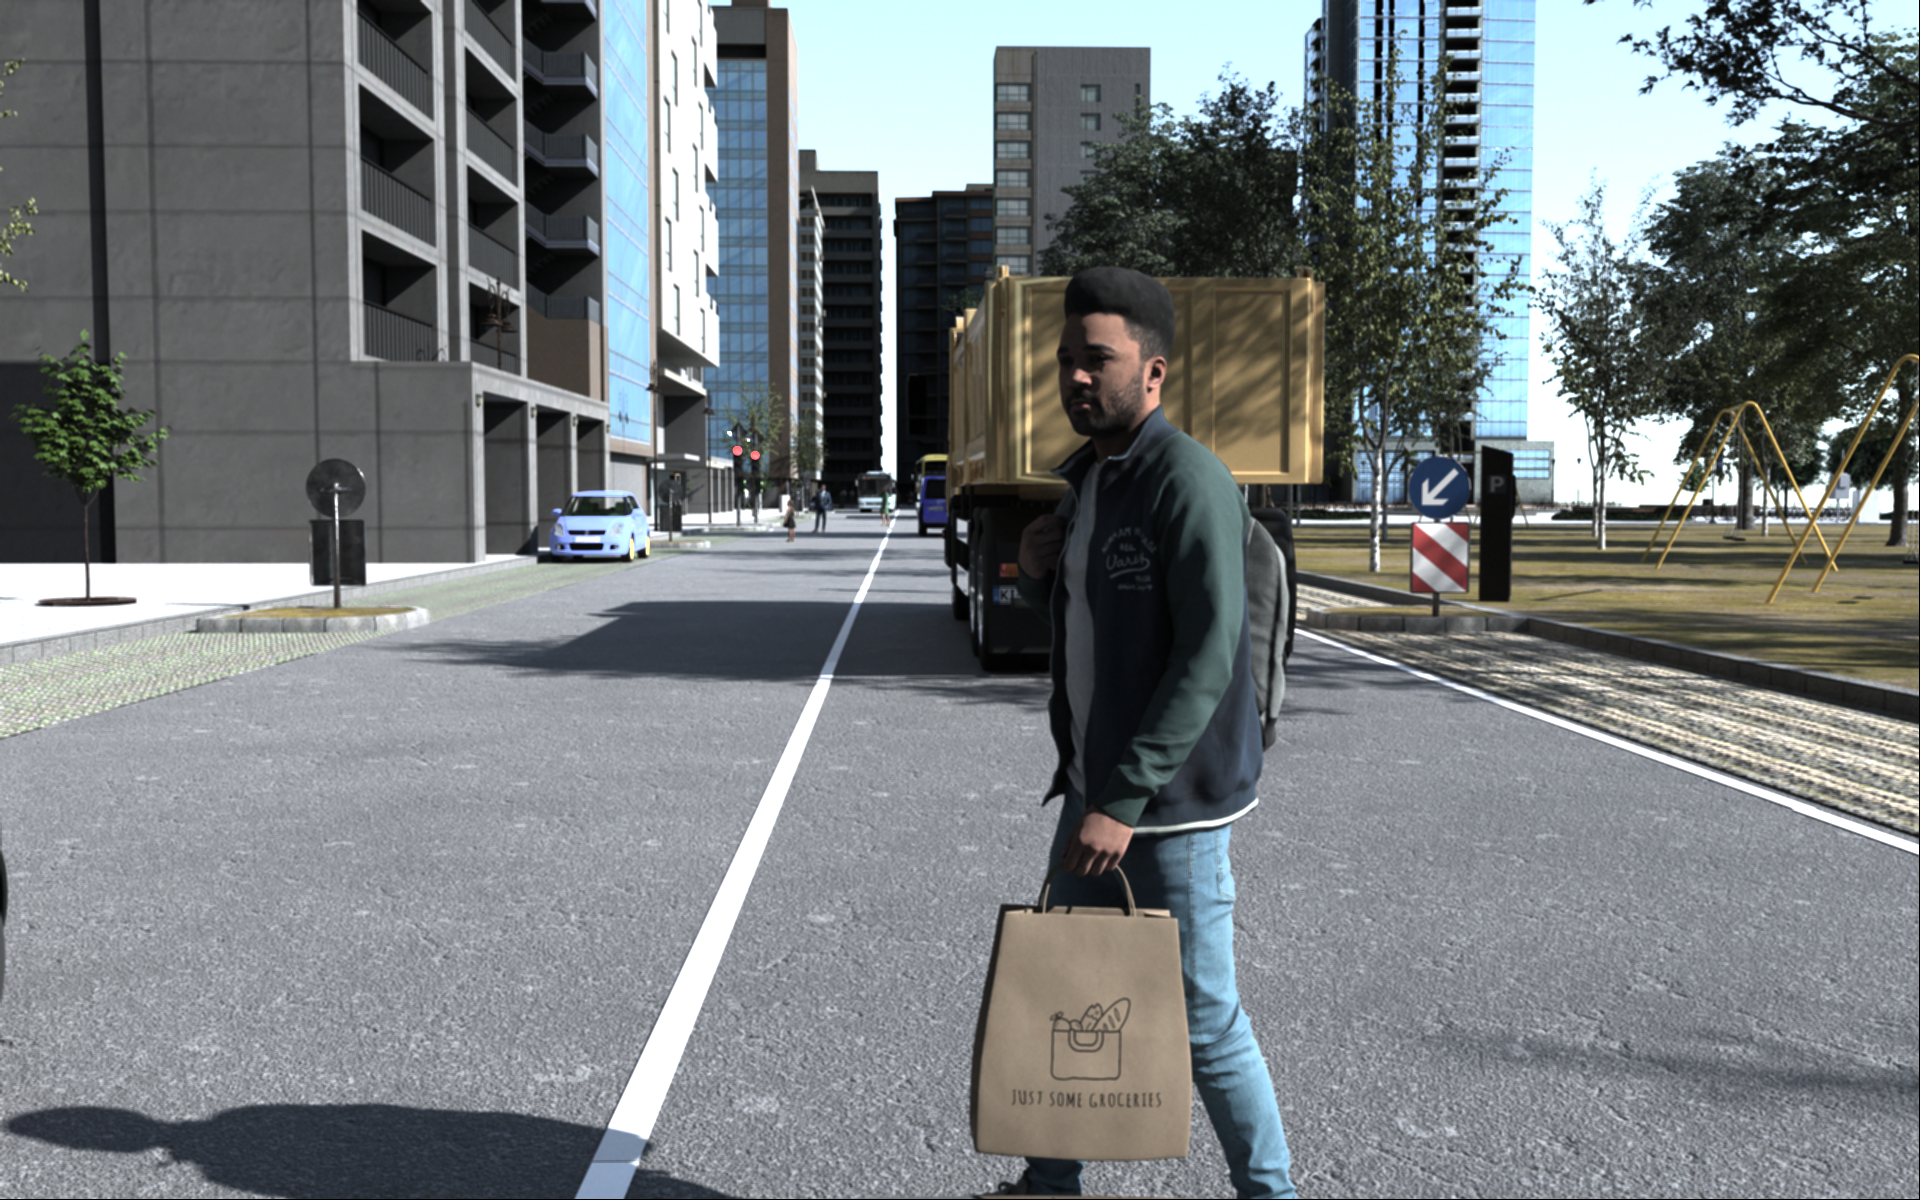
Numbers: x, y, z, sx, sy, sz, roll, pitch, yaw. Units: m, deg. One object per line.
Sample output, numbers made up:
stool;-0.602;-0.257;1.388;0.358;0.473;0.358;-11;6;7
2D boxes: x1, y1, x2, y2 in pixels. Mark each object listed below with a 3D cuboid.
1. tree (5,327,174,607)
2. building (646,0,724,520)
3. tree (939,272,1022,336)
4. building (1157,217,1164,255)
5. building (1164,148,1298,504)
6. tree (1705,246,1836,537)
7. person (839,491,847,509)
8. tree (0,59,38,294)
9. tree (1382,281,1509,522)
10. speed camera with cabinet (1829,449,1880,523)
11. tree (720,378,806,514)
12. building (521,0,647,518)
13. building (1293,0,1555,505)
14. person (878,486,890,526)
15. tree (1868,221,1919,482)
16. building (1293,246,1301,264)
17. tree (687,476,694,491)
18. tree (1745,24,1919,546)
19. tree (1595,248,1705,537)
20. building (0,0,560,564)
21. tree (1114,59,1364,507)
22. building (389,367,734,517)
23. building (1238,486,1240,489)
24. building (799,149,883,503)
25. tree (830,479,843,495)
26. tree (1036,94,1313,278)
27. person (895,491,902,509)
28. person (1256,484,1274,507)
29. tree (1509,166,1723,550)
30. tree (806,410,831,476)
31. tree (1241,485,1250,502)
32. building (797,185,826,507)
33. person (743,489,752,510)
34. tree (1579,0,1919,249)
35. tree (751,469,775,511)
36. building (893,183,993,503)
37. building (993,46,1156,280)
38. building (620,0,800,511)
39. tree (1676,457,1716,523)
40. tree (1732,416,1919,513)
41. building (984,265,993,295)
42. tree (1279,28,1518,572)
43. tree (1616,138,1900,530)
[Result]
tree;-10.070;-1.566;20.210;1.663;3.219;1.824;0;3;0
building;-27.065;-30.539;88.554;28.713;52.752;27.495;0;4;-2
tree;4.850;-17.713;145.502;12.611;20.169;13.585;0;3;0
building;25.611;-34.266;243.840;14.086;41.232;14.154;0;4;-2
building;34.013;-34.871;220.259;14.200;45.320;14.600;0;4;-2
tree;24.375;-6.240;52.392;4.737;8.622;4.395;0;3;0
person;-11.150;-9.482;164.329;0.742;1.727;0.445;-2;4;-29
tree;-16.274;-4.663;26.608;4.737;8.622;4.395;0;3;0
tree;16.366;-6.595;58.183;4.360;8.622;3.978;0;3;0
speed camera with cabinet;39.746;-5.053;76.958;2.038;3.252;0.660;0;4;-3
tree;-12.772;-9.677;108.575;4.737;8.622;4.395;0;3;0
building;-18.816;-25.071;60.022;14.200;45.320;14.600;0;4;-2
building;57.098;-55.214;215.418;31.000;86.520;22.319;0;4;-2
person;-3.359;-4.233;77.949;0.529;1.795;0.600;-2;4;-30
tree;19.458;-5.066;33.199;4.737;8.622;4.395;0;3;0
building;44.356;-34.351;253.515;23.993;40.220;32.217;0;4;-2
tree;-17.454;-6.864;106.820;1.663;3.219;1.824;0;3;0
tree;23.376;-7.619;42.690;7.486;12.596;7.792;0;3;0
tree;19.049;-6.183;51.454;4.737;8.622;4.395;0;3;0
building;-19.505;-36.799;39.908;20.563;71.187;20.611;0;4;-2
tree;6.390;-6.343;38.129;7.601;10.594;8.767;-1;4;-13
building;-26.641;-41.698;120.013;20.563;71.187;20.611;0;4;-2
building;15.904;-21.619;198.515;27.650;21.520;28.899;0;4;-2
building;-21.879;-38.064;246.042;21.600;48.544;21.300;0;4;-2
tree;-15.649;-13.787;220.016;1.663;3.219;1.824;0;3;0
tree;6.961;-9.163;56.469;9.857;13.997;8.962;0;3;0
person;-6.009;-9.648;166.798;0.990;1.755;0.434;1;4;16
person;10.482;-3.279;59.559;0.656;1.842;0.836;1;4;18
tree;15.054;-5.464;39.702;4.360;8.622;3.978;0;3;0
tree;-13.391;-12.127;148.639;4.737;8.622;4.395;0;3;0
tree;18.371;-9.752;109.800;4.360;8.622;3.978;0;3;0
building;-28.493;-31.639;209.179;23.993;40.220;32.217;0;4;-2
person;-16.867;-8.001;136.953;0.850;1.850;0.679;0;4;4
tree;8.300;-4.733;11.804;8.767;10.594;7.601;0;4;-5
tree;-15.503;-8.571;134.739;1.663;3.219;1.824;0;3;0
building;3.351;-36.211;246.680;28.867;44.769;22.147;0;4;-2
building;9.993;-29.267;162.108;14.154;41.232;14.086;0;4;-2
building;-22.011;-31.065;158.023;14.600;45.320;14.200;0;4;-2
tree;33.325;-5.112;78.177;1.663;3.219;1.824;0;3;0
tree;58.982;-9.499;118.210;11.467;7.101;20.602;-1;4;-12
building;9.923;-27.390;219.527;14.160;30.474;14.107;0;4;-2
tree;7.058;-4.783;28.567;4.737;8.622;4.395;0;3;0
tree;28.269;-9.496;61.919;9.857;13.997;8.962;0;3;0
